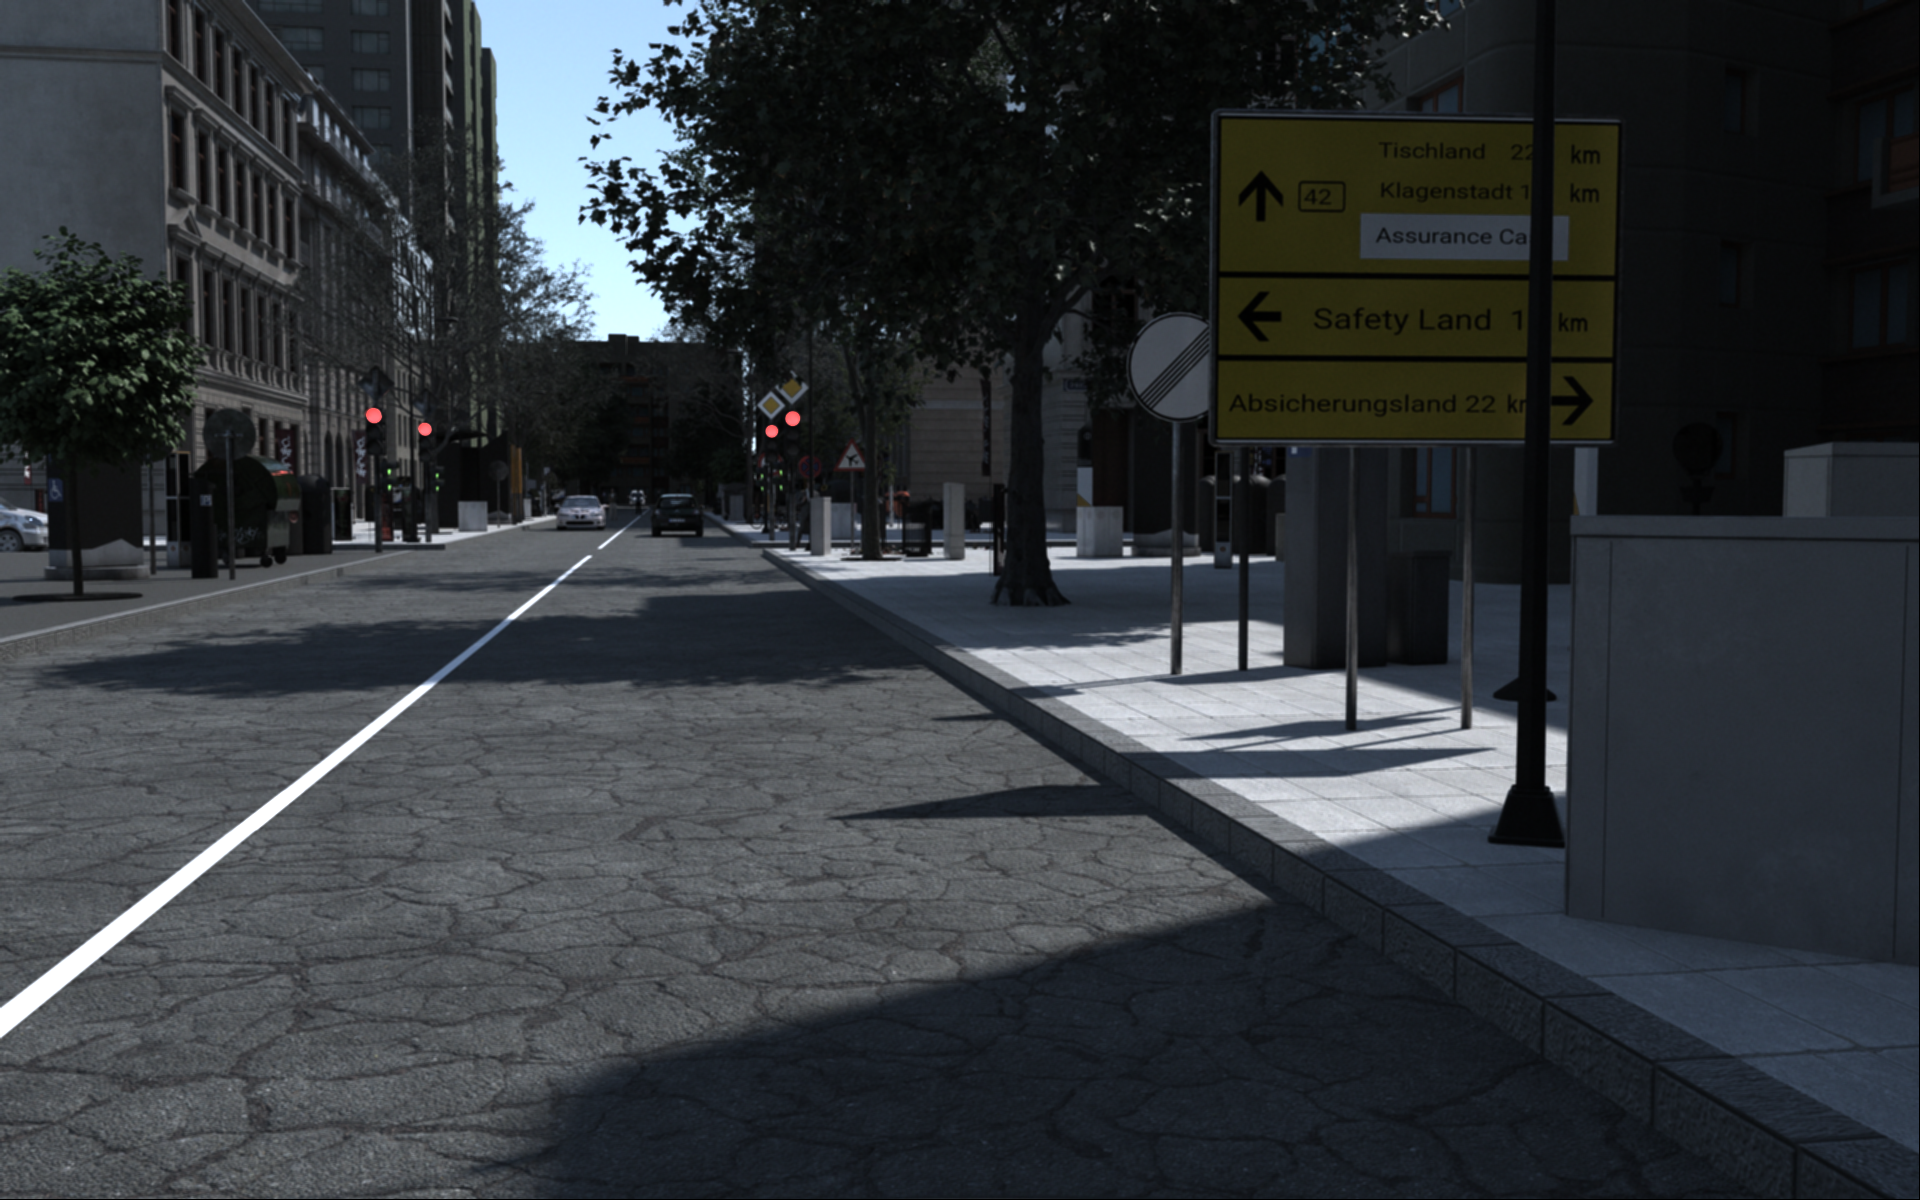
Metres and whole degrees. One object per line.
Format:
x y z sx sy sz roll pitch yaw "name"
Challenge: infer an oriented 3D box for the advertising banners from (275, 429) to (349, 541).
-17.485 -3.106 46.970 2.074 3.025 0.090 -3 4 -37 "advertising banners"

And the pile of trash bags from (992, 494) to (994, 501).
0.339 -3.872 73.065 3.447 1.369 1.912 -1 4 -22 "pile of trash bags"

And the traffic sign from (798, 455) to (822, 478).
-4.890 -3.452 56.546 0.768 2.556 0.104 0 4 -5 "traffic sign"

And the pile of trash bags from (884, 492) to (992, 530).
-0.894 -3.272 63.243 3.447 1.369 1.912 2 4 27 "pile of trash bags"

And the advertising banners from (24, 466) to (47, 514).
-26.518 -3.285 49.902 0.090 3.025 2.074 0 4 -4 "advertising banners"

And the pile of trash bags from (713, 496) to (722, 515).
-14.407 -6.005 107.927 1.912 1.369 3.447 0 4 -7 "pile of trash bags"

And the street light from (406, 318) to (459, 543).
-13.883 -4.470 45.623 1.470 5.913 1.316 -1 4 -10 "street light"

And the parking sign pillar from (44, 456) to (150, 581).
-13.086 -2.305 26.165 1.447 3.967 1.447 2 4 28 "parking sign pillar"

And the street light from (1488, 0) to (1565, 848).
1.583 -2.057 6.179 1.470 5.913 1.316 -1 4 -10 "street light"

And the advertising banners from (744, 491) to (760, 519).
-10.500 -5.707 89.500 0.090 3.025 2.074 -3 5 -44 "advertising banners"

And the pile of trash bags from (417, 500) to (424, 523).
-23.190 -4.039 75.784 1.912 1.369 3.447 -1 4 -20 "pile of trash bags"

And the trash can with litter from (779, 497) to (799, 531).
-5.695 -3.018 60.408 1.678 1.210 2.233 1 4 10 "trash can with litter"

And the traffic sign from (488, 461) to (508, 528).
-17.592 -4.029 65.985 0.768 2.556 0.104 0 4 -3 "traffic sign"

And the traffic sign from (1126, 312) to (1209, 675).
1.538 -0.742 12.240 0.768 2.556 0.104 0 4 -8 "traffic sign"

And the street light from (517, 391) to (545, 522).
-19.411 -6.466 78.260 1.470 5.913 1.316 -1 4 -10 "street light"

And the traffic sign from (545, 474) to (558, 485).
-24.628 -6.378 104.385 0.768 2.556 0.104 -1 4 -8 "traffic sign"

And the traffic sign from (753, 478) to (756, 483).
-13.908 -7.012 114.744 0.768 2.556 0.104 0 4 -1 "traffic sign"

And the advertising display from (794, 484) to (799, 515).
-10.157 -6.207 106.698 0.123 1.923 0.974 1 4 19 "advertising display"

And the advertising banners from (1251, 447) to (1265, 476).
8.406 -3.484 53.157 2.074 3.025 0.090 1 4 9 "advertising banners"

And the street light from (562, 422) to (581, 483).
-25.052 -8.515 111.757 1.470 5.913 1.316 -1 4 -10 "street light"

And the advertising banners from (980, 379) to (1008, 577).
0.628 -1.901 27.277 0.090 3.025 2.074 1 4 18 "advertising banners"

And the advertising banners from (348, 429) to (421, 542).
-15.510 -3.093 46.756 2.074 3.025 0.090 1 4 16 "advertising banners"

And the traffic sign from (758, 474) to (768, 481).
-9.642 -5.232 85.552 0.884 2.594 0.081 0 4 -3 "traffic sign"

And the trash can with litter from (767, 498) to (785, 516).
-10.832 -5.507 101.428 1.055 1.170 0.624 -3 5 -44 "trash can with litter"

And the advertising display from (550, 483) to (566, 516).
-24.050 -6.016 103.570 0.974 1.923 0.123 -3 5 -39 "advertising display"

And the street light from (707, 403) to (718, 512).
-12.216 -7.103 88.667 1.470 5.913 1.316 -1 4 -10 "street light"

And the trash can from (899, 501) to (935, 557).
-0.880 -1.452 35.398 0.748 1.137 0.748 0 3 0 "trash can"

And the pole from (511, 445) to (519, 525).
-18.521 -4.773 71.889 0.158 3.312 0.155 0 3 0 "pole"

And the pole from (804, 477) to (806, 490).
-10.751 -7.735 120.307 0.158 3.312 0.155 0 3 0 "pole"

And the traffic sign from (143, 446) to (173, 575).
-12.870 -1.679 27.557 0.768 2.556 0.104 0 4 -6 "traffic sign"

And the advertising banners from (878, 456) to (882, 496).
-3.820 -5.125 79.983 0.090 3.025 2.074 -1 4 -12 "advertising banners"

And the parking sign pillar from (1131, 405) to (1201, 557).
4.264 -2.892 35.756 1.447 3.967 1.447 1 4 19 "parking sign pillar"

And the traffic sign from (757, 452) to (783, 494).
-5.577 -3.115 51.031 0.768 2.556 0.104 0 4 0 "traffic sign"

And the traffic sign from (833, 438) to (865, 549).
-2.498 -2.453 40.114 0.884 2.594 0.081 0 4 -4 "traffic sign"

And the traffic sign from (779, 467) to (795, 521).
-8.080 -4.939 80.853 0.768 2.556 0.104 0 4 -1 "traffic sign"

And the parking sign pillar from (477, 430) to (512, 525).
-19.649 -5.173 73.046 1.447 3.967 1.447 0 3 0 "parking sign pillar"

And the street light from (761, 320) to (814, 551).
-3.881 -4.054 38.826 1.470 5.913 1.316 -1 4 -10 "street light"

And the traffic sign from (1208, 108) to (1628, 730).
2.451 -0.946 9.343 2.265 3.308 0.079 0 4 -4 "traffic sign"

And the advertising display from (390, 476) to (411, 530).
-20.302 -3.512 62.641 0.974 1.923 0.123 -1 4 -8 "advertising display"

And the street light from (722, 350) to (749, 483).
-6.836 -5.105 56.006 1.470 5.913 1.316 -1 4 -10 "street light"

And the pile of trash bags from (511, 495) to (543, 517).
-24.376 -5.256 95.683 1.912 1.369 3.447 0 4 5 "pile of trash bags"

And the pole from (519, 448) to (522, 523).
-19.509 -5.065 76.663 0.158 3.312 0.155 0 3 0 "pole"

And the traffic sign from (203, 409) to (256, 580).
-10.902 -1.576 25.875 0.768 2.556 0.104 0 4 -7 "traffic sign"
